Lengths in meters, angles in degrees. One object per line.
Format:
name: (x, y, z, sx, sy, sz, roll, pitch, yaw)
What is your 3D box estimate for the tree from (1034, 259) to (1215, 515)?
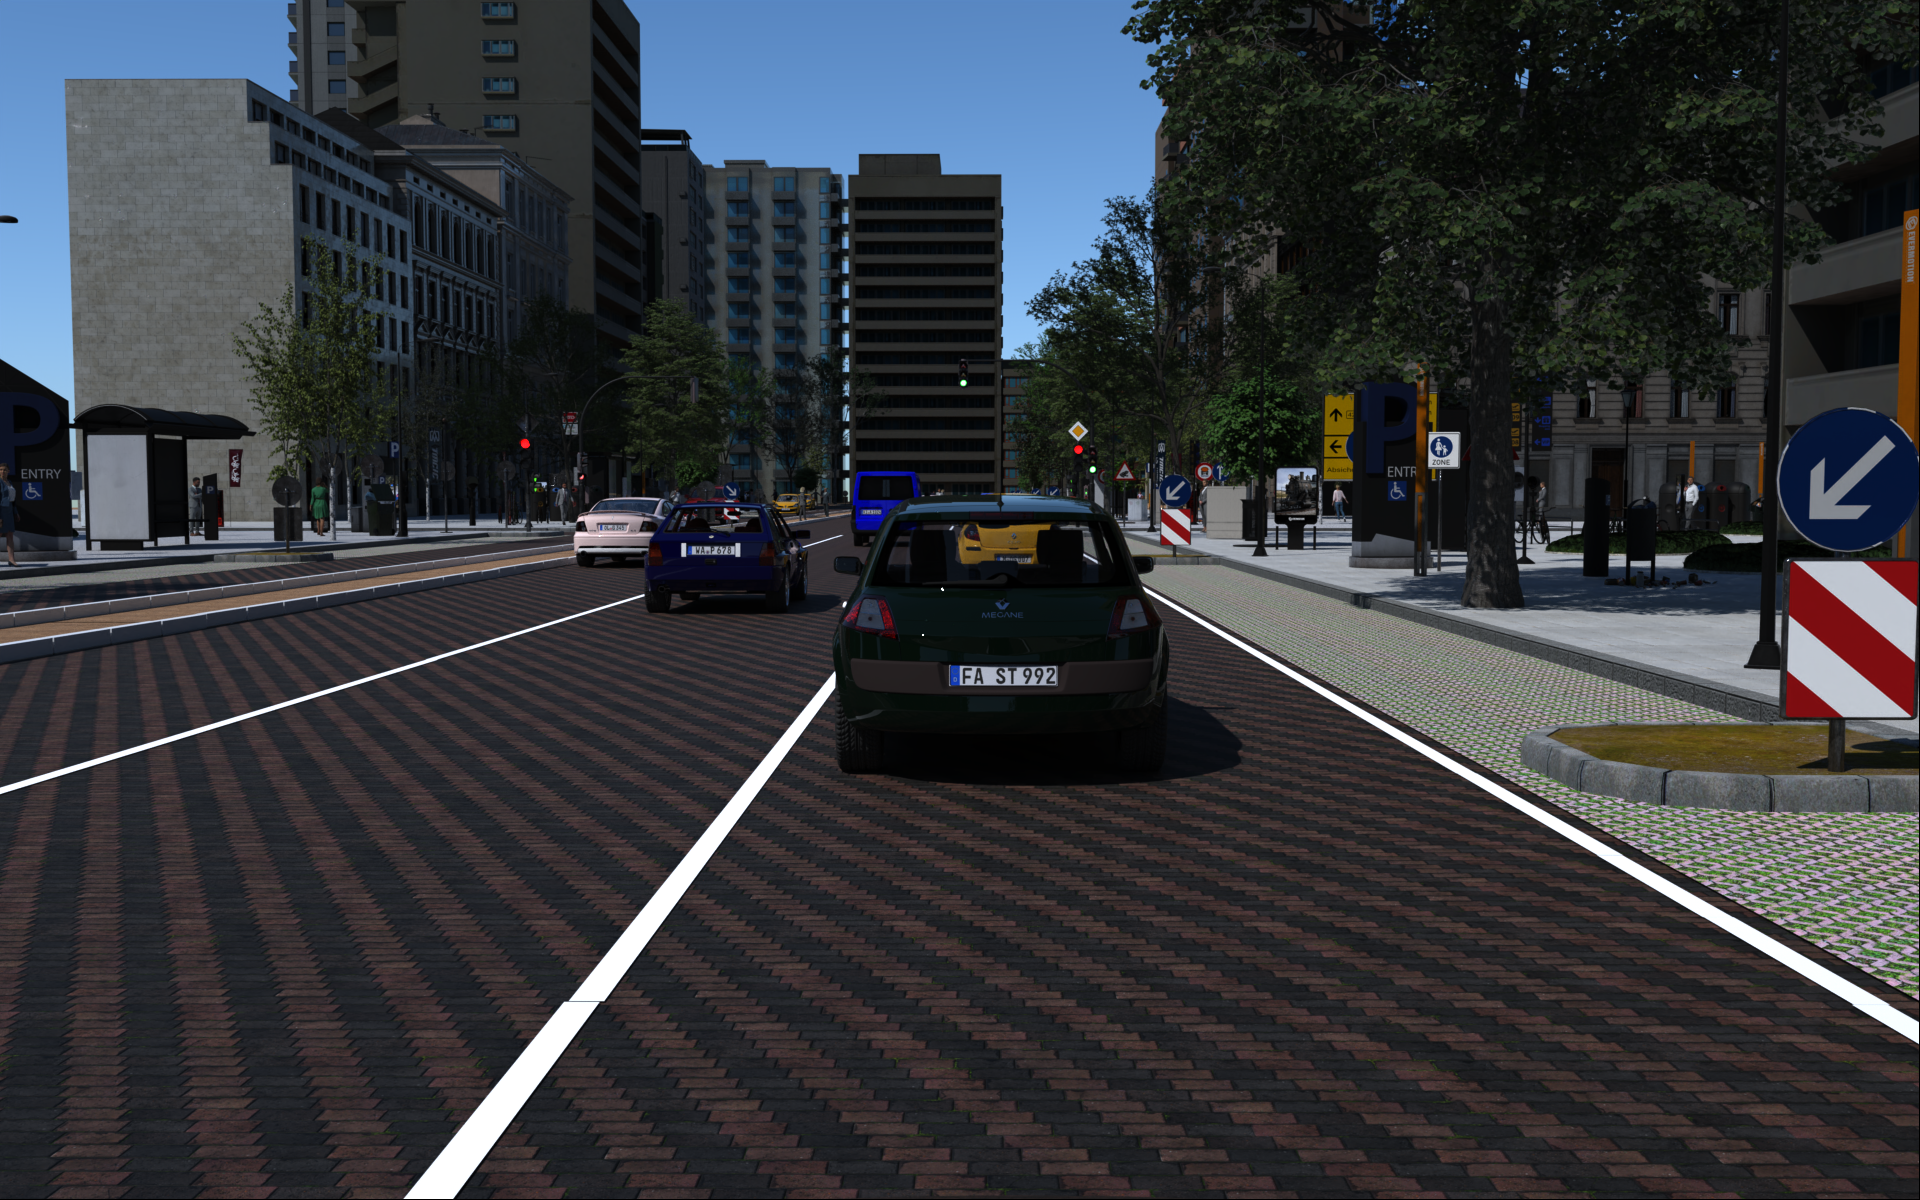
tree: (7.281, -10.084, 82.998, 7.486, 12.596, 7.792, 0, 3, 0)

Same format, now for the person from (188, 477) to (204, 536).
person: (-23.346, -2.862, 53.024, 0.466, 1.800, 0.511, 0, 4, 6)

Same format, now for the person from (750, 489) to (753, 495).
person: (-17.854, -8.622, 147.713, 0.721, 1.736, 1.217, 1, 4, 8)

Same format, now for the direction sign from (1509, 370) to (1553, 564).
direction sign: (10.384, -2.433, 31.771, 0.876, 3.537, 0.379, 1, 4, 23)

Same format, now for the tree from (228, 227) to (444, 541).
tree: (-17.487, -5.951, 47.663, 4.737, 8.622, 4.395, 0, 3, 0)

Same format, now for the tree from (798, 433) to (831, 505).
tree: (-16.506, -15.156, 198.170, 4.737, 8.622, 4.395, 0, 3, 0)

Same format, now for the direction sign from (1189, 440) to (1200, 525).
direction sign: (9.854, -4.943, 72.815, 0.379, 3.537, 0.876, 2, 4, 34)

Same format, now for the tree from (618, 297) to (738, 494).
tree: (-16.377, -11.142, 100.290, 7.486, 12.596, 7.792, 0, 3, 0)

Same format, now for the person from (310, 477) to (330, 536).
person: (-19.567, -2.853, 52.938, 0.600, 1.795, 0.529, -1, 4, -15)

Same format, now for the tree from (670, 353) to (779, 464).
tree: (-17.138, -12.148, 124.379, 9.928, 11.665, 9.643, 0, 3, 0)

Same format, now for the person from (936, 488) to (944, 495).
person: (-1.399, -6.917, 121.433, 0.661, 1.843, 0.795, 1, 4, 15)

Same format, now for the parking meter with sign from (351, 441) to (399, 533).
parking meter with sign: (-19.515, -3.757, 57.693, 1.738, 3.016, 0.543, 1, 4, 20)

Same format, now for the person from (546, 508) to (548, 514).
person: (-26.694, -6.416, 111.126, 0.590, 1.801, 0.661, -1, 4, -13)

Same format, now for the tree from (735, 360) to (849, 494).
tree: (-15.634, -15.258, 159.845, 12.009, 13.543, 11.850, 0, 3, 0)

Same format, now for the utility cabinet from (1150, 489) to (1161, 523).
utility cabinet: (8.521, -4.084, 75.450, 0.318, 1.500, 1.173, 0, 4, -2)

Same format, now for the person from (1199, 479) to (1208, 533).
person: (8.122, -3.146, 57.762, 0.520, 1.790, 0.573, 3, 4, 39)

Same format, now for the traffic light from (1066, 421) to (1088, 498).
traffic light: (4.512, -4.746, 66.514, 0.839, 4.253, 0.868, 0, 4, 1)

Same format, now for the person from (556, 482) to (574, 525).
person: (-16.362, -3.995, 71.634, 0.678, 1.792, 0.850, -2, 4, -27)

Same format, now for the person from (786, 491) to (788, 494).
person: (-21.028, -12.411, 209.757, 0.445, 1.727, 0.742, -3, 5, -39)

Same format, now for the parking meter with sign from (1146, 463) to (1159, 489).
parking meter with sign: (10.709, -6.069, 95.486, 0.543, 3.016, 1.738, 0, 4, -7)

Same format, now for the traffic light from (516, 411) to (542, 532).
traffic light: (-14.631, -4.268, 58.709, 0.839, 4.253, 0.868, 0, 4, 1)

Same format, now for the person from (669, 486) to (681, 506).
person: (-14.447, -4.842, 87.760, 0.850, 1.850, 0.679, 3, 5, 45)

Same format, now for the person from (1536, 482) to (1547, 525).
person: (24.224, -4.040, 72.372, 0.573, 1.790, 0.520, 0, 4, -7)

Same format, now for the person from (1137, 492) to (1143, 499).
person: (22.887, -12.886, 220.116, 0.756, 1.711, 0.436, 1, 4, 18)

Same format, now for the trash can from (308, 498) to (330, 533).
trash can: (-21.285, -2.812, 57.632, 0.748, 1.137, 0.748, 0, 3, 0)

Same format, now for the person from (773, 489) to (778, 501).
person: (-19.545, -10.811, 183.255, 0.683, 1.767, 0.568, 2, 4, 25)

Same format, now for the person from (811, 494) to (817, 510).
person: (-13.308, -8.753, 154.870, 1.065, 1.426, 0.557, 1, 4, 9)

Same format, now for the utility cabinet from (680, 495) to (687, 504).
utility cabinet: (-19.170, -6.606, 119.175, 0.306, 1.237, 1.020, 2, 4, 26)

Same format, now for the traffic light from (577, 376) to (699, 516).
traffic light: (-12.456, -5.629, 66.707, 4.771, 5.953, 1.251, 0, 4, 1)

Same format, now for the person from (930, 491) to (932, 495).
person: (-3.244, -11.076, 190.037, 0.683, 1.767, 0.568, 0, 4, -8)

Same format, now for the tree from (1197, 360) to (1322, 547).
tree: (7.324, -3.582, 42.273, 4.285, 4.588, 4.351, 0, 3, 0)

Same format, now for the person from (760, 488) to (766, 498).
person: (-18.374, -9.346, 158.868, 1.348, 1.821, 0.705, -2, 4, -33)

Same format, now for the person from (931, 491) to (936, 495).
person: (-2.634, -9.868, 170.285, 0.683, 1.767, 0.568, 1, 4, 18)

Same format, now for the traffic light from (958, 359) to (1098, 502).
traffic light: (2.337, -5.122, 58.409, 4.771, 5.953, 1.251, 0, 4, 1)

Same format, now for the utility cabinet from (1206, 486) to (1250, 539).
utility cabinet: (7.600, -2.472, 49.095, 1.173, 1.500, 0.318, 2, 4, 28)

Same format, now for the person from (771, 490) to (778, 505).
person: (-22.162, -12.247, 206.794, 0.721, 1.766, 1.217, 2, 4, 34)

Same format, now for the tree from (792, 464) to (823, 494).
tree: (-16.216, -12.242, 183.877, 4.285, 4.588, 4.351, 0, 3, 0)

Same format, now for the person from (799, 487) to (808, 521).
person: (-8.096, -4.968, 89.904, 0.526, 1.800, 0.537, 0, 4, -8)

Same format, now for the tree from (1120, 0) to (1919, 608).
tree: (6.081, -6.887, 19.259, 9.857, 13.997, 8.962, 0, 3, 0)

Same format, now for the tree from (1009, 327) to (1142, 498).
tree: (7.105, -10.925, 104.372, 9.928, 11.665, 9.643, 0, 3, 0)

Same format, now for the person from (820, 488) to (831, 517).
person: (-7.949, -5.719, 102.179, 0.661, 1.801, 0.590, 2, 4, 34)

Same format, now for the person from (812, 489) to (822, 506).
person: (-15.787, -11.232, 189.694, 1.348, 1.824, 0.705, -1, 4, -12)

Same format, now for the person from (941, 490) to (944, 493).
person: (-1.421, -8.035, 140.056, 0.728, 1.800, 0.709, 0, 4, 6)

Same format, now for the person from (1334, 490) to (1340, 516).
person: (21.395, -5.618, 98.120, 0.478, 1.798, 0.641, 1, 4, 8)

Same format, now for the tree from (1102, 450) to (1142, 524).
tree: (7.031, -4.967, 75.813, 1.663, 3.219, 1.824, 0, 3, 0)

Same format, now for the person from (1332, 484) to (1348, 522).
person: (17.577, -4.467, 79.757, 0.731, 1.740, 0.598, -2, 4, -24)

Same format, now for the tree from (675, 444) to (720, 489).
tree: (-16.516, -7.641, 108.641, 4.285, 4.588, 4.351, 0, 3, 0)

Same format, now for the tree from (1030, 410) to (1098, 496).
tree: (8.201, -10.930, 129.064, 4.360, 8.622, 3.978, 0, 3, 0)

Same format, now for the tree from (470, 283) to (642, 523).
tree: (-17.643, -8.725, 77.061, 7.601, 10.594, 8.767, 0, 4, 7)

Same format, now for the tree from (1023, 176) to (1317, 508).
tree: (6.363, -7.096, 50.437, 8.767, 10.594, 7.601, -1, 4, -19)

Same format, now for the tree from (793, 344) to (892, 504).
tree: (-14.845, -22.056, 216.507, 12.611, 20.169, 13.585, 0, 3, 0)

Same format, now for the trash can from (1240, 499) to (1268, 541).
trash can: (8.036, -2.187, 47.418, 0.748, 1.137, 0.748, 0, 3, 0)

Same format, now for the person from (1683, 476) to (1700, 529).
person: (22.570, -2.898, 53.524, 0.850, 1.850, 0.679, -1, 4, -15)

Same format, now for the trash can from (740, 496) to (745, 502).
trash can: (-17.072, -7.660, 136.889, 0.748, 1.137, 0.748, 0, 3, 0)

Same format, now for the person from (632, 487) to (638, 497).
person: (-24.868, -7.723, 132.278, 0.622, 1.834, 0.822, 1, 4, 23)

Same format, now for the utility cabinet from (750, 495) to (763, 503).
utility cabinet: (-16.715, -8.031, 142.471, 1.020, 1.237, 0.306, 0, 4, 3)

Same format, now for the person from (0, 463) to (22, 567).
person: (-16.747, -1.482, 30.300, 0.654, 1.822, 0.581, 1, 4, 23)
